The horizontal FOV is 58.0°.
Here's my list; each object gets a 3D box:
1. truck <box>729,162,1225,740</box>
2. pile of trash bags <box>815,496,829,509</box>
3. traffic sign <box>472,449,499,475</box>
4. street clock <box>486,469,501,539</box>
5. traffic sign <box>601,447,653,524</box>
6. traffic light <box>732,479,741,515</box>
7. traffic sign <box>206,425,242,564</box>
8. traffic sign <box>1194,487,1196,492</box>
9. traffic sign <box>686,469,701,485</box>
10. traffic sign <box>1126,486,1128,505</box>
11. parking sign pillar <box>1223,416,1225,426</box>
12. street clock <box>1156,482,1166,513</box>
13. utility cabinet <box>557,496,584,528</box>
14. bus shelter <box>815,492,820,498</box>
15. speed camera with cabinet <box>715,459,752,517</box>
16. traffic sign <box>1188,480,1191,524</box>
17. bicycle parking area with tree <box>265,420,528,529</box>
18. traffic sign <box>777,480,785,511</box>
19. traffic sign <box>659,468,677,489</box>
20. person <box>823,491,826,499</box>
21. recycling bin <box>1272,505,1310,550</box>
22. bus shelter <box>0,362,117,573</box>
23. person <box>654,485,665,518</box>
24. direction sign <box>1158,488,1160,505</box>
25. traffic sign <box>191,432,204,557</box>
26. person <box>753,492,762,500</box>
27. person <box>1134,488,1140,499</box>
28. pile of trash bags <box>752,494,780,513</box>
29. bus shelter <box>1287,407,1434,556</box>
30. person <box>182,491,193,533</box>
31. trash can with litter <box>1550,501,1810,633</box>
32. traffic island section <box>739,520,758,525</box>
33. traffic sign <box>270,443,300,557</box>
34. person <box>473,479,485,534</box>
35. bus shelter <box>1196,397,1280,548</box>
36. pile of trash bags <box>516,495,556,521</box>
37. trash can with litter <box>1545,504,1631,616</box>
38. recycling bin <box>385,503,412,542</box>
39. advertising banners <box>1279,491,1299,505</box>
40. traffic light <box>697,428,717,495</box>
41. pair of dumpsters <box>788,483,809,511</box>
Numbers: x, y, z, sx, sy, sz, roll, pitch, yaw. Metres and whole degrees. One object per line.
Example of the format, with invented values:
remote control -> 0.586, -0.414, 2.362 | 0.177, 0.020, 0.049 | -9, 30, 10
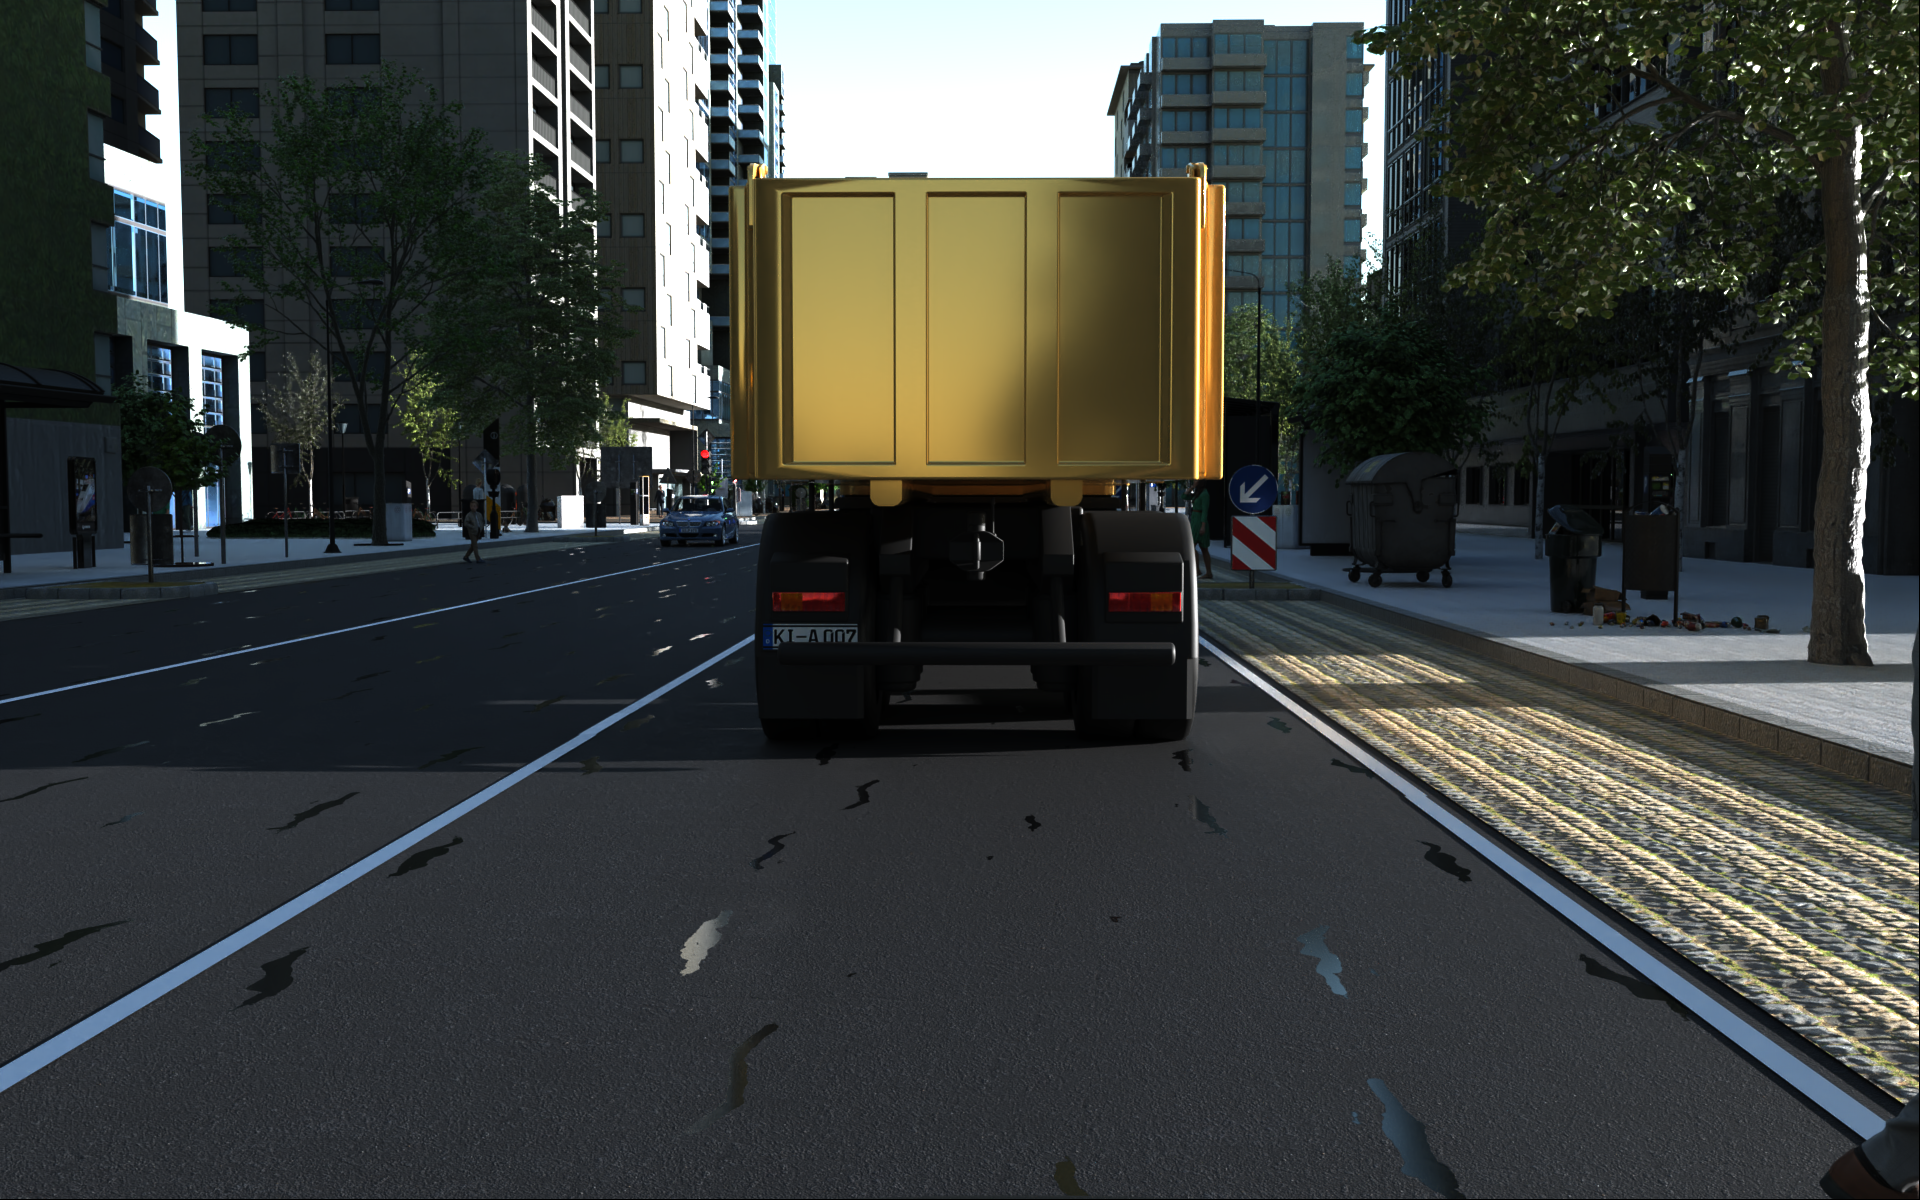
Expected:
truck -> 0.139, -1.087, 13.699 | 3.469, 3.379, 9.791 | 0, 4, 1
pile of trash bags -> -12.674, -8.333, 146.002 | 3.447, 1.369, 1.912 | -3, 4, -38
traffic sign -> -13.802, -3.095, 50.336 | 0.795, 2.593, 0.064 | 0, 4, 5
street clock -> -13.411, -2.768, 49.826 | 0.358, 2.002, 0.471 | 1, 4, 11
traffic sign -> -14.296, -4.918, 74.276 | 2.265, 3.308, 0.079 | 0, 4, 6
traffic light -> -8.572, -6.574, 82.155 | 4.771, 5.953, 1.251 | 0, 4, 1
traffic sign -> -13.539, -1.937, 31.770 | 0.768, 2.556, 0.104 | 0, 4, 8
traffic sign -> 8.290, -3.725, 61.017 | 0.768, 2.556, 0.104 | 0, 4, 2
traffic sign -> -13.452, -5.346, 87.515 | 0.768, 2.556, 0.104 | 0, 4, 2
traffic sign -> 6.901, -4.372, 71.590 | 0.768, 2.556, 0.104 | 0, 4, 7
parking sign pillar -> 7.441, -3.679, 48.625 | 1.447, 3.967, 1.447 | -2, 4, -26
street clock -> 7.687, -3.756, 65.987 | 0.471, 2.002, 0.358 | 0, 4, -6
utility cabinet -> -14.773, -3.333, 65.662 | 0.306, 1.237, 1.020 | 3, 5, 42
bus shelter -> -13.024, -9.798, 151.486 | 1.731, 3.624, 6.357 | 0, 4, 1
speed camera with cabinet -> -12.777, -6.321, 97.690 | 2.038, 3.252, 0.660 | -1, 4, -16
traffic sign -> 6.837, -3.146, 51.541 | 0.768, 2.556, 0.104 | 1, 4, 9
bicycle parking area with tree -> -21.843, -4.957, 68.049 | 8.231, 4.147, 9.016 | 2, 4, 29
traffic sign -> -13.263, -7.728, 128.476 | 0.606, 2.300, 0.079 | 0, 4, 6
traffic sign -> -14.160, -5.137, 83.993 | 0.884, 2.594, 0.081 | 0, 4, 5
person -> -13.276, -9.924, 169.125 | 0.721, 1.723, 1.217 | -1, 4, -9
recycling bin -> 7.790, -1.710, 40.506 | 0.722, 1.027, 0.722 | -3, 4, -39
bus shelter -> -14.822, -1.936, 25.584 | 2.014, 3.302, 5.546 | 0, 4, 1
person -> -16.116, -5.294, 93.015 | 0.576, 1.772, 0.534 | -2, 4, -28
direction sign -> 7.977, -4.732, 69.365 | 0.379, 3.537, 0.876 | 3, 5, 41
traffic sign -> -15.653, -2.161, 35.441 | 0.768, 2.556, 0.104 | 0, 4, 6
person -> -18.512, -9.269, 157.704 | 0.853, 1.813, 0.709 | 2, 4, 32
person -> 15.640, -8.920, 152.278 | 0.661, 1.777, 0.834 | 0, 4, -2
pile of trash bags -> -13.480, -6.496, 115.969 | 1.912, 1.369, 3.447 | 1, 4, 19
bus shelter -> 7.774, -2.418, 33.455 | 2.014, 3.302, 5.546 | 0, 4, 1
person -> -25.730, -3.133, 57.612 | 0.444, 1.785, 0.601 | -3, 4, -37
trash can with litter -> 6.978, -0.338, 16.587 | 2.233, 1.210, 1.678 | 3, 5, 40
traffic island section -> -10.705, -3.671, 82.301 | 2.009, 0.180, 2.903 | 0, 4, 1
traffic sign -> -13.620, -2.009, 34.976 | 0.606, 2.300, 0.079 | 0, 4, 5
person -> -15.459, -3.003, 55.500 | 0.624, 1.780, 0.694 | -3, 5, -41
bus shelter -> 6.886, -3.245, 44.332 | 1.731, 3.624, 6.357 | 0, 4, 1
pile of trash bags -> -20.090, -4.510, 83.484 | 3.447, 1.369, 1.912 | 0, 4, -6
trash can with litter -> 6.778, -0.440, 18.584 | 0.624, 1.170, 1.055 | -1, 4, -20
recycling bin -> -15.364, -2.114, 47.116 | 0.722, 1.027, 0.722 | 0, 3, 0
advertising banners -> 16.077, -5.235, 81.784 | 2.074, 3.025, 0.090 | 0, 4, -7
traffic light -> -10.840, -5.215, 74.183 | 0.839, 4.253, 0.868 | 0, 4, 1
pair of dumpsters -> -12.053, -7.831, 130.527 | 1.574, 2.255, 4.437 | 0, 4, 1
